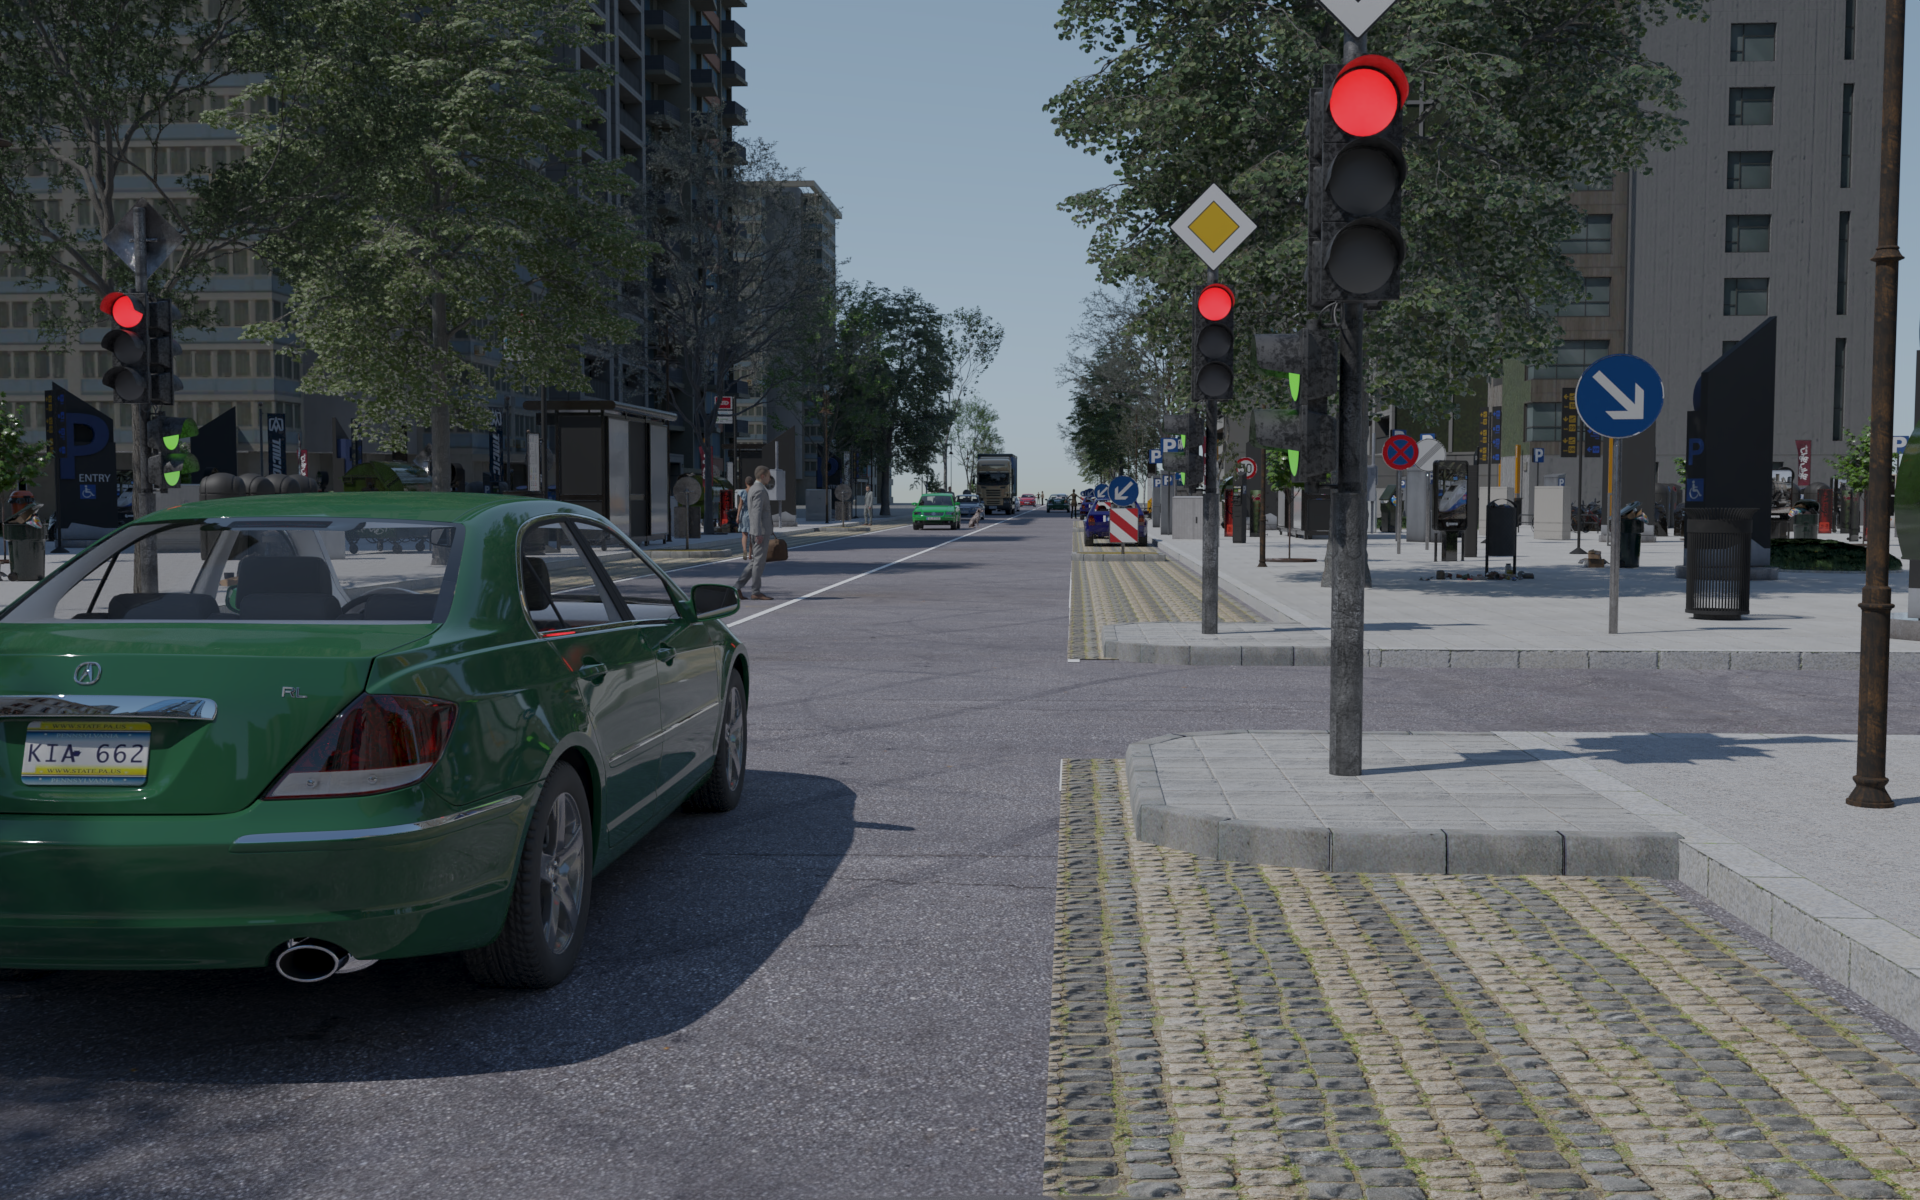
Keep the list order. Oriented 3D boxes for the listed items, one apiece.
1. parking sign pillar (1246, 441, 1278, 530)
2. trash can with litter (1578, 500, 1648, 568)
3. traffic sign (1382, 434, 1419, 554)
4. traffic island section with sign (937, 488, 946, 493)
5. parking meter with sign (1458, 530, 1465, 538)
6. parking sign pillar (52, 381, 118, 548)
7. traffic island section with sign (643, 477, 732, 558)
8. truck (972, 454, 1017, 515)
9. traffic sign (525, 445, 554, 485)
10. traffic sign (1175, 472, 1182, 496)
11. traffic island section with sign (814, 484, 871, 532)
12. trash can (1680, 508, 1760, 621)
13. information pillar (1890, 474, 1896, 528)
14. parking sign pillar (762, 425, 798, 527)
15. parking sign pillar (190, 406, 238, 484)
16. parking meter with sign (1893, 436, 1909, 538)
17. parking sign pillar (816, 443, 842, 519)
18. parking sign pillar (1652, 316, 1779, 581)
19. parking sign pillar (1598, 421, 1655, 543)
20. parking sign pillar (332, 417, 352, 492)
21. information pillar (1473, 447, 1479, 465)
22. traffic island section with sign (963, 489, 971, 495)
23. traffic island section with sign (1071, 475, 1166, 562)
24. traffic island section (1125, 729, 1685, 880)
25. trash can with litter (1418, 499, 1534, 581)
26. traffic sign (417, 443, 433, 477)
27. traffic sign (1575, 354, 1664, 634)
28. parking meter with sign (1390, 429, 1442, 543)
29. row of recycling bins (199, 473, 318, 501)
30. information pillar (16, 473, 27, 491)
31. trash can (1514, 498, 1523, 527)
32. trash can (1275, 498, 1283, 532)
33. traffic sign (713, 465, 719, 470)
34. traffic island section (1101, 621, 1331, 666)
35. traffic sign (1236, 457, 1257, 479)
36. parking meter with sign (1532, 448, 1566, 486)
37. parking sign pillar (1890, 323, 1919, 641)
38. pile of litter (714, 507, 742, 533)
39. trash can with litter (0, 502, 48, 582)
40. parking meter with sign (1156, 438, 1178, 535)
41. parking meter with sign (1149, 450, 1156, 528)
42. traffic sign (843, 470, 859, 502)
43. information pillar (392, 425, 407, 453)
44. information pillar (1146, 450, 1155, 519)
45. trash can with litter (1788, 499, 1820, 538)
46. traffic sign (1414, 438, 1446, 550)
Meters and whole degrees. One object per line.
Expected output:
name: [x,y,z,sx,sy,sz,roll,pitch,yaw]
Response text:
parking sign pillar: [10.866,-4.482,61.746,1.447,3.967,1.447,2,4,23]
trash can with litter: [11.354,-1.145,30.113,1.055,1.170,0.624,0,4,5]
traffic sign: [9.372,-2.251,36.916,0.768,2.556,0.104,1,4,9]
traffic island section with sign: [-1.200,-6.556,115.819,1.989,1.847,2.006,0,4,4]
parking meter with sign: [14.207,-3.320,50.543,1.738,3.016,0.543,-2,4,-34]
parking sign pillar: [-21.114,-3.263,41.819,1.447,3.967,1.447,-2,4,-34]
traffic island section with sign: [-6.257,-1.878,39.339,1.989,1.847,2.006,0,4,4]
truck: [2.593,-8.140,121.995,2.839,4.237,11.283,0,4,4]
traffic sign: [-10.838,-2.722,44.615,0.768,2.556,0.104,0,4,5]
traffic sign: [7.743,-3.793,62.116,0.768,2.556,0.104,1,4,13]
traffic island section with sign: [-4.467,-3.529,66.324,1.989,1.847,2.006,0,4,4]
trash can: [7.776,-0.373,17.756,0.748,1.137,0.748,0,3,0]
information pillar: [34.895,-3.690,64.818,0.304,2.012,0.304,3,5,44]
parking sign pillar: [-7.093,-4.858,67.904,1.447,3.967,1.447,0,4,0]
parking sign pillar: [-22.760,-3.939,52.876,1.447,3.967,1.447,-1,4,-20]
parking meter with sign: [27.834,-3.345,50.954,0.543,3.016,1.738,1,4,12]
parking sign pillar: [-6.870,-6.264,90.892,1.447,3.967,1.447,1,4,9]
parking sign pillar: [11.659,-2.310,26.235,1.447,3.967,1.447,-1,4,-20]
parking sign pillar: [17.798,-3.523,46.075,1.447,3.967,1.447,2,4,25]
parking sign pillar: [-21.760,-4.463,61.435,1.447,3.967,1.447,0,4,4]
information pillar: [25.500,-5.765,85.609,0.183,3.616,0.504,0,4,-7]
traffic island section with sign: [0.597,-8.204,142.761,1.989,1.847,2.006,0,4,4]
traffic island section with sign: [3.407,-1.764,37.464,1.989,1.847,2.006,0,4,4]
traffic island section: [1.787,0.877,7.936,2.009,0.180,2.903,0,4,4]
trash can with litter: [7.804,-0.928,26.236,2.233,1.210,1.678,-1,4,-19]
traffic sign: [-11.952,-2.315,39.034,0.795,2.450,0.064,1,4,9]
traffic sign: [5.998,-0.961,15.826,0.768,2.556,0.104,1,4,13]
parking meter with sign: [12.304,-3.055,46.211,0.543,3.016,1.738,-2,4,-34]
row of recycling bins: [-14.086,-1.709,35.062,1.069,1.692,3.534,1,4,9]
information pillar: [-32.078,-3.348,59.239,0.304,2.012,0.304,-3,4,-36]
trash can: [21.379,-3.381,66.937,0.748,1.137,0.748,0,3,0]
trash can: [11.161,-2.917,59.351,0.748,1.137,0.748,0,3,0]
traffic sign: [-10.753,-4.574,74.894,0.768,2.556,0.104,0,4,5]
traffic island section: [2.314,0.390,15.904,2.009,0.180,2.903,0,4,4]
traffic sign: [9.870,-3.656,59.884,0.768,2.556,0.104,0,4,8]
parking meter with sign: [22.293,-4.202,64.964,0.543,3.016,1.738,-2,4,-28]
parking sign pillar: [8.959,-1.644,15.352,1.447,3.967,1.447,-3,4,-38]
pile of litter: [-7.751,-2.659,57.440,1.176,0.858,1.719,0,4,-8]
trash can with litter: [-13.999,-0.861,25.460,1.055,1.170,0.624,-1,4,-13]
parking meter with sign: [6.566,-3.572,54.656,0.543,3.016,1.738,0,4,5]
parking meter with sign: [7.621,-4.325,66.971,0.543,3.016,1.738,0,4,4]
traffic sign: [-5.799,-5.637,92.172,0.884,2.594,0.081,0,4,7]
information pillar: [-18.108,-3.959,56.085,0.504,3.616,0.183,-1,4,-14]
information pillar: [10.004,-6.057,90.394,0.504,3.616,0.183,1,4,10]
trash can with litter: [18.509,-1.629,38.016,0.624,1.170,1.055,2,4,24]
traffic sign: [10.705,-2.417,39.618,0.768,2.556,0.104,1,4,9]
